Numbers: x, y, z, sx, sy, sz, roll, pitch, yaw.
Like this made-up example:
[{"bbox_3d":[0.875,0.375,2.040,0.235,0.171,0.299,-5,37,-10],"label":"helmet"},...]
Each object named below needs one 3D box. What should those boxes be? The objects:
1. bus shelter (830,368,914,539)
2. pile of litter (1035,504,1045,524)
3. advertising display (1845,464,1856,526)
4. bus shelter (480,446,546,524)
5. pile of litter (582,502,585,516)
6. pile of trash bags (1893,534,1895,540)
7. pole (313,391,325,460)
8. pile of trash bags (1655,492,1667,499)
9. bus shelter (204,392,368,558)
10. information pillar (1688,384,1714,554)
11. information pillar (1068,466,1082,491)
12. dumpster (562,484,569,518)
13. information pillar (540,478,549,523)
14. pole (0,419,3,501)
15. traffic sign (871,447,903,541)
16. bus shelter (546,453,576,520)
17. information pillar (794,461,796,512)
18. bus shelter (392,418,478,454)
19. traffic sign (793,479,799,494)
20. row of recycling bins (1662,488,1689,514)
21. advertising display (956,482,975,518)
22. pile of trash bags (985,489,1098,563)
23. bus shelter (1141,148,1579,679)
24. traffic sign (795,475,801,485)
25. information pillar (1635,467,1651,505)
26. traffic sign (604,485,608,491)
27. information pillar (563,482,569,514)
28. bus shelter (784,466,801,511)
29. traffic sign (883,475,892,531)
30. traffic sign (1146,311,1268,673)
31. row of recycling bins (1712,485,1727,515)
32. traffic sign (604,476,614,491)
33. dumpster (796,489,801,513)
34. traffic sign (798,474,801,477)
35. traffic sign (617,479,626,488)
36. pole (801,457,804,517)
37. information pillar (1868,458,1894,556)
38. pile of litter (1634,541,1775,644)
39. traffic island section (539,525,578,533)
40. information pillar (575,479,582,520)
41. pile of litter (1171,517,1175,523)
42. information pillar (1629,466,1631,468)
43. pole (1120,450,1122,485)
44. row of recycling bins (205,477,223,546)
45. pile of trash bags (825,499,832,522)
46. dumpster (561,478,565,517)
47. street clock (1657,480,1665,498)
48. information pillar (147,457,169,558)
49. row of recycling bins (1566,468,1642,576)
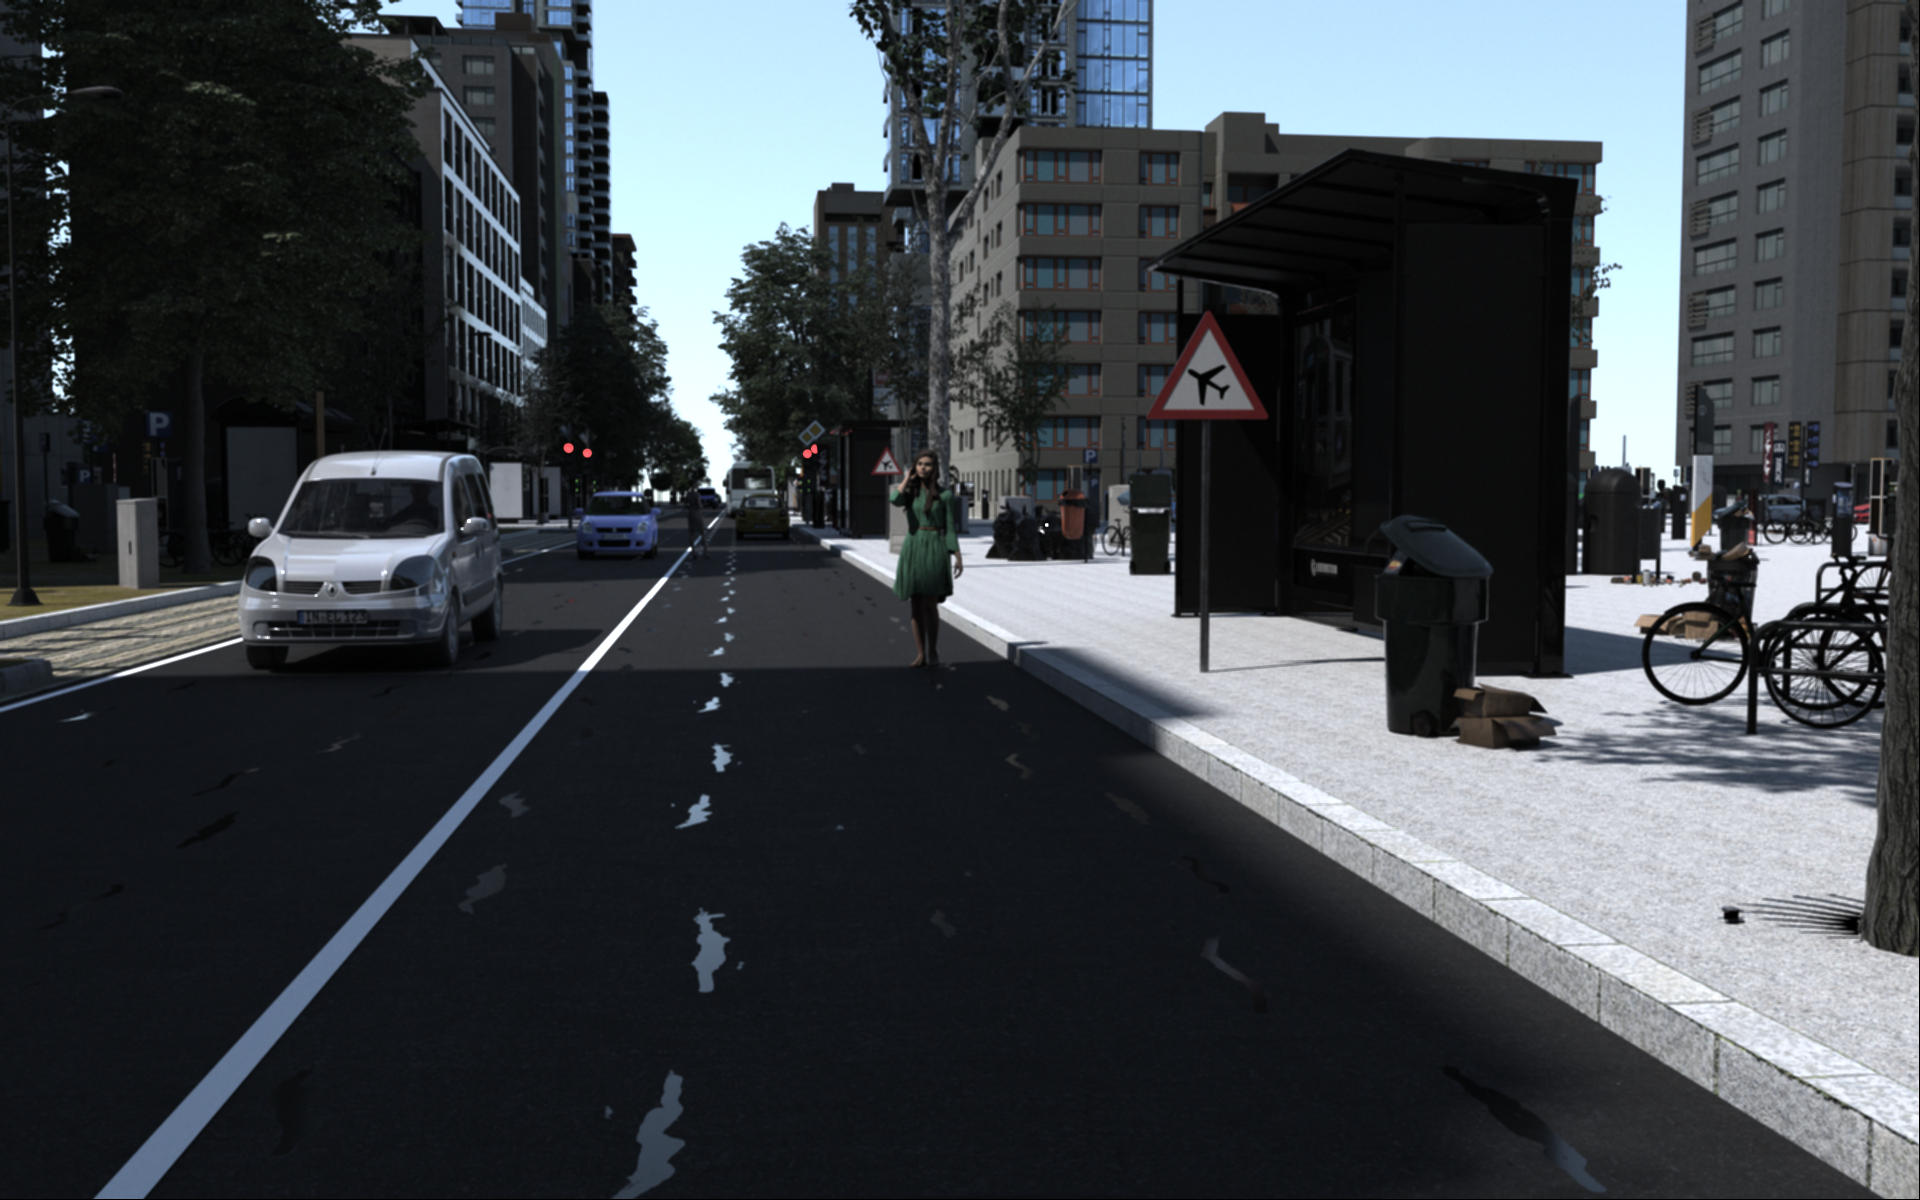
[{"bbox_3d":[-2.820,-4.615,53.087,2.179,5.291,8.768,0,4,-7],"label":"bus shelter"},{"bbox_3d":[3.238,-3.729,74.939,1.176,0.858,1.719,-3,4,-36],"label":"pile of litter"},{"bbox_3d":[19.129,-1.960,37.258,0.123,1.923,0.974,2,4,32],"label":"advertising display"},{"bbox_3d":[-19.729,-5.043,76.369,2.014,3.302,5.546,0,4,-7],"label":"bus shelter"},{"bbox_3d":[-22.478,-5.502,103.916,1.176,0.858,1.719,2,4,31],"label":"pile of litter"},{"bbox_3d":[5.263,0.217,6.200,3.447,1.369,1.912,3,4,36],"label":"pile of trash bags"},{"bbox_3d":[-12.732,-2.485,34.468,0.158,3.312,0.155,0,3,0],"label":"pole"},{"bbox_3d":[56.301,-7.915,139.166,3.447,1.369,1.912,2,4,25],"label":"pile of trash bags"},{"bbox_3d":[-14.320,-2.645,37.177,2.014,3.302,5.546,0,4,-7],"label":"bus shelter"},{"bbox_3d":[15.820,-2.786,36.913,0.504,3.616,0.183,-1,4,-22],"label":"information pillar"},{"bbox_3d":[3.004,-2.498,45.326,0.304,2.012,0.304,-1,4,-17],"label":"information pillar"},{"bbox_3d":[-21.702,-5.369,93.538,1.264,1.857,1.865,0,4,-7],"label":"dumpster"},{"bbox_3d":[-18.513,-4.439,77.075,0.304,2.012,0.304,2,4,25],"label":"information pillar"},{"bbox_3d":[-25.137,-3.146,45.283,0.158,3.312,0.155,0,3,0],"label":"pole"},{"bbox_3d":[-2.002,-2.902,47.450,0.884,2.594,0.081,0,4,-3],"label":"traffic sign"},{"bbox_3d":[-20.718,-5.739,87.759,2.014,3.302,5.546,0,4,-7],"label":"bus shelter"},{"bbox_3d":[-11.516,-7.912,120.721,0.183,3.616,0.504,0,4,1],"label":"information pillar"},{"bbox_3d":[-17.066,-3.997,56.632,1.731,3.624,6.357,0,4,-7],"label":"bus shelter"},{"bbox_3d":[-10.768,-7.005,115.714,0.795,2.450,0.064,0,4,-5],"label":"traffic sign"},{"bbox_3d":[46.579,-6.352,110.970,1.069,1.692,3.534,-3,5,-40],"label":"row of recycling bins"},{"bbox_3d":[0.279,-5.278,91.514,0.974,1.923,0.123,0,4,7],"label":"advertising display"},{"bbox_3d":[1.759,-1.450,33.468,1.912,1.369,3.447,-1,4,-15],"label":"pile of trash bags"},{"bbox_3d":[3.109,-1.451,15.003,1.731,3.624,6.357,0,4,-7],"label":"bus shelter"},{"bbox_3d":[-9.076,-6.119,100.056,0.884,2.594,0.081,0,4,-3],"label":"traffic sign"},{"bbox_3d":[18.756,-2.638,47.620,0.304,2.012,0.304,-1,4,-16],"label":"information pillar"},{"bbox_3d":[-25.000,-7.517,123.015,0.768,2.556,0.104,0,4,2],"label":"traffic sign"},{"bbox_3d":[-23.159,-5.959,101.928,0.304,2.012,0.304,-2,4,-33],"label":"information pillar"},{"bbox_3d":[-11.980,-8.237,128.604,2.014,3.302,5.546,0,4,-7],"label":"bus shelter"},{"bbox_3d":[-2.599,-3.603,59.012,0.768,2.556,0.104,0,4,-4],"label":"traffic sign"},{"bbox_3d":[1.759,-0.758,12.395,0.884,2.594,0.081,0,4,-6],"label":"traffic sign"},{"bbox_3d":[34.900,-4.466,80.134,1.069,1.692,3.534,2,4,29],"label":"row of recycling bins"},{"bbox_3d":[-24.357,-7.337,120.063,0.768,2.556,0.104,0,4,-4],"label":"traffic sign"},{"bbox_3d":[-10.622,-6.926,118.997,1.264,1.857,1.865,0,4,-7],"label":"dumpster"},{"bbox_3d":[-9.317,-6.332,103.633,0.768,2.556,0.104,0,4,1],"label":"traffic sign"},{"bbox_3d":[-23.085,-7.092,118.089,0.606,2.300,0.079,0,4,2],"label":"traffic sign"},{"bbox_3d":[-8.640,-6.196,95.154,0.158,3.312,0.155,0,3,0],"label":"pole"},{"bbox_3d":[19.007,-1.911,35.743,0.304,2.012,0.304,-1,4,-19],"label":"information pillar"},{"bbox_3d":[6.737,-0.104,15.672,1.176,0.858,1.719,2,4,24],"label":"pile of litter"},{"bbox_3d":[-14.499,-2.575,64.376,2.009,0.180,2.903,0,4,-7],"label":"traffic island section"},{"bbox_3d":[-19.017,-5.003,86.285,0.304,2.012,0.304,-1,4,-18],"label":"information pillar"},{"bbox_3d":[9.716,-3.928,78.187,1.176,0.858,1.719,2,4,31],"label":"pile of litter"},{"bbox_3d":[54.527,-9.179,141.435,0.504,3.616,0.183,0,4,5],"label":"information pillar"},{"bbox_3d":[7.494,-5.270,80.014,0.158,3.312,0.155,0,3,0],"label":"pole"},{"bbox_3d":[-17.926,-2.219,43.394,1.069,1.692,3.534,0,4,-4],"label":"row of recycling bins"},{"bbox_3d":[-4.790,-4.159,77.756,1.912,1.369,3.447,-1,4,-21],"label":"pile of trash bags"},{"bbox_3d":[-22.714,-5.783,97.050,1.502,2.255,1.985,0,4,-7],"label":"dumpster"},{"bbox_3d":[34.962,-5.004,86.390,0.358,2.002,0.471,0,4,1],"label":"street clock"},{"bbox_3d":[-16.144,-1.859,34.884,0.304,2.012,0.304,-3,4,-37],"label":"information pillar"},{"bbox_3d":[9.068,-1.266,27.806,3.534,1.692,1.069,1,4,10],"label":"row of recycling bins"}]
